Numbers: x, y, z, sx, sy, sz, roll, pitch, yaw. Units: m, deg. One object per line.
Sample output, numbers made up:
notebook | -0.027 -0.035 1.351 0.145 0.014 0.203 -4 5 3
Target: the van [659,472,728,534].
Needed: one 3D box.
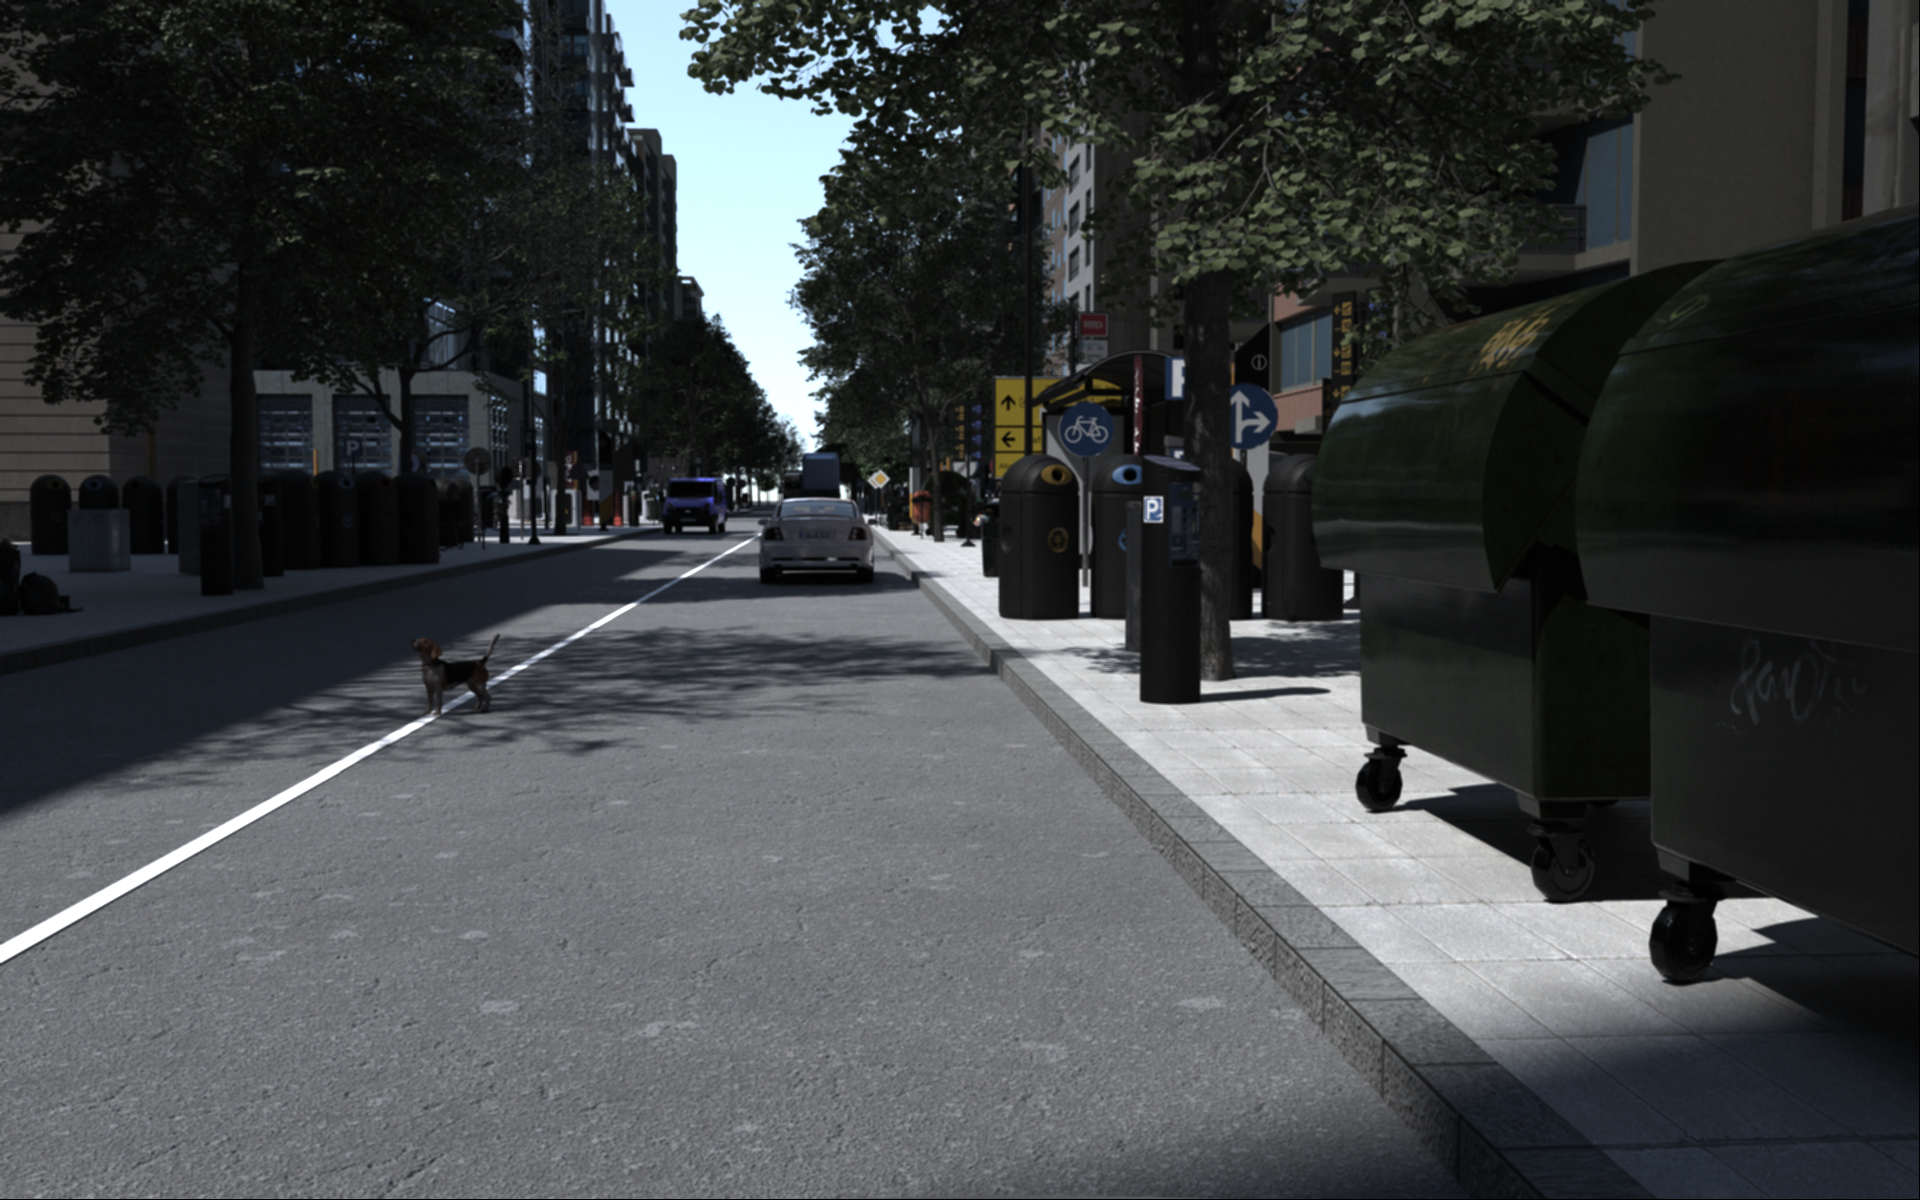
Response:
van | -9.700 -3.614 63.480 2.240 2.365 5.245 0 4 -3

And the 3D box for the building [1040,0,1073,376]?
building | 12.794 -28.108 109.670 14.600 45.320 14.200 0 4 -4

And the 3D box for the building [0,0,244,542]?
building | -35.121 -15.477 50.306 25.104 27.353 12.463 0 4 -4

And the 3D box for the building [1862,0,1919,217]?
building | 23.220 -23.740 11.853 21.300 48.544 21.600 0 4 -4

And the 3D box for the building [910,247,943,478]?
building | 2.610 -39.373 298.366 22.147 44.769 28.867 0 4 -4

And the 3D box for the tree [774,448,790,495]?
tree | -25.483 -17.843 242.092 4.360 8.622 3.978 0 3 0

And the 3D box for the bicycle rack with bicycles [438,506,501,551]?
bicycle rack with bicycles | -12.271 -1.627 39.986 2.852 0.926 2.925 -3 4 -38

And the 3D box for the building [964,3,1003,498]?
building | 10.860 -39.009 179.793 21.231 58.520 28.212 0 4 -4

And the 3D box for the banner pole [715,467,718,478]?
banner pole | -16.074 -7.647 115.045 0.401 3.779 0.863 -3 4 -36

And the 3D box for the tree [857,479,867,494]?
tree | -12.550 -13.763 219.619 1.663 3.219 1.824 0 3 0

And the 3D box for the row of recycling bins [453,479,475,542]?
row of recycling bins | -13.793 -2.325 45.128 1.069 1.692 3.534 1 4 16

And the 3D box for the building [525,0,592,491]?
building | -40.537 -42.760 137.380 20.563 71.187 20.611 0 4 -4

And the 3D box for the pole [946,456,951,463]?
pole | -0.541 -5.408 82.263 0.158 3.312 0.155 0 3 0

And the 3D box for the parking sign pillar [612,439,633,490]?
parking sign pillar | -16.671 -5.891 84.787 1.447 3.967 1.447 -1 4 -21

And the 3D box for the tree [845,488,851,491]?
tree | -15.393 -18.562 253.855 4.360 8.622 3.978 0 3 0

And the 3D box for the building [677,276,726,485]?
building | -55.187 -36.271 284.909 32.217 40.220 23.993 0 4 -4

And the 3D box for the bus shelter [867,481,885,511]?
bus shelter | -6.470 -9.758 137.182 2.179 5.291 8.768 0 4 -4

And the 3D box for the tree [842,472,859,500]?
tree | -14.897 -19.689 238.919 9.611 12.733 9.660 0 3 0

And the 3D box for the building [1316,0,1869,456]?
building | 18.324 -23.868 44.872 22.147 44.769 28.867 0 4 -4

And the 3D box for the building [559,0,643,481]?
building | -42.913 -33.363 165.085 23.786 49.044 30.456 0 4 -4

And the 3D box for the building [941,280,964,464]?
building | 9.647 -35.516 272.566 32.217 40.220 23.993 0 4 -4

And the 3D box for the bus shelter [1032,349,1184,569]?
bus shelter | 2.357 -2.024 27.024 2.014 3.302 5.546 0 4 -4

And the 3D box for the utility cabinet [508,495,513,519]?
utility cabinet | -23.081 -4.780 89.313 1.020 1.237 0.306 3 5 39

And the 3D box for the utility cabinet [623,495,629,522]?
utility cabinet | -15.079 -4.160 79.184 0.306 1.237 1.020 1 4 18

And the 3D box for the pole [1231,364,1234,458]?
pole | 4.334 -2.037 27.152 0.158 3.312 0.155 0 3 0

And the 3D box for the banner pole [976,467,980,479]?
banner pole | 1.356 -9.189 140.250 0.401 3.779 0.863 -3 4 -36

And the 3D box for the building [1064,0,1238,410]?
building | 13.564 -19.807 95.543 14.107 30.474 14.160 0 4 -4

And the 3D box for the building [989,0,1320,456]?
building | 13.686 -29.644 139.309 22.147 44.769 28.867 0 4 -4

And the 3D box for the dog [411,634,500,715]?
dog | -3.286 0.488 11.305 0.406 0.507 0.540 0 4 5

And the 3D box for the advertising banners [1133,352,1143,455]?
advertising banners | 2.155 -1.605 22.428 0.090 3.025 2.074 0 4 -4

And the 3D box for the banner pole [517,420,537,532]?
banner pole | -14.613 -4.190 58.525 0.863 3.779 0.401 2 4 26

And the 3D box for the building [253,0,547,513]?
building | -37.061 -48.358 103.333 22.319 86.520 31.000 0 4 -4

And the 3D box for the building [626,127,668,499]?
building | -39.870 -30.840 187.833 14.154 41.232 14.086 0 4 -4

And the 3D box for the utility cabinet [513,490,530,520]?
utility cabinet | -21.584 -4.718 85.816 0.318 1.500 1.173 3 5 40

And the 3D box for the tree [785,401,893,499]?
tree | -9.026 -14.239 158.558 9.928 11.665 9.643 0 3 0

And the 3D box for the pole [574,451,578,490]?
pole | -18.326 -5.430 82.616 0.158 3.312 0.155 0 3 0

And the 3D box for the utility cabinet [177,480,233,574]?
utility cabinet | -11.906 -1.152 27.511 1.173 1.500 0.318 2 4 27

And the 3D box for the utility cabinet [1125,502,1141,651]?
utility cabinet | 1.699 -0.207 14.545 0.306 1.237 1.020 2 4 25

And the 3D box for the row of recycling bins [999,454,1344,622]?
row of recycling bins | 2.156 -0.660 17.902 3.534 1.692 1.069 0 4 4

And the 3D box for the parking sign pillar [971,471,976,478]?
parking sign pillar | 0.630 -7.891 117.492 1.447 3.967 1.447 2 4 29

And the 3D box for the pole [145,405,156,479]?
pole | -18.609 -2.815 39.866 0.158 3.312 0.155 0 3 0

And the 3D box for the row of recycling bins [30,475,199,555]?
row of recycling bins | -18.027 -1.837 37.140 3.534 1.692 1.069 -1 4 -11

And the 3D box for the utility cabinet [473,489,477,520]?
utility cabinet | -22.164 -4.313 79.202 0.318 1.500 1.173 0 4 7

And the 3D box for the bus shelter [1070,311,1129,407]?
bus shelter | 2.390 -3.551 35.683 2.179 5.291 8.768 0 4 -4

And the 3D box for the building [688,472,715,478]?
building | -51.025 -25.324 259.088 27.650 21.520 28.899 0 4 -4

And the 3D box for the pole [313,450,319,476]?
pole | -29.500 -5.232 79.390 0.158 3.312 0.155 0 3 0

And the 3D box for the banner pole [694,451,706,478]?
banner pole | -14.789 -6.658 98.870 0.863 3.779 0.401 -2 4 -31

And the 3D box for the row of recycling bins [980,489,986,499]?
row of recycling bins | 1.122 -7.457 129.030 1.069 1.692 3.534 2 4 30

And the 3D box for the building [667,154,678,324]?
building | -40.559 -31.714 202.120 14.154 41.232 14.086 0 4 -4

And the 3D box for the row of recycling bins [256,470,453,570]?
row of recycling bins | -10.768 -1.445 30.745 1.069 1.692 3.534 2 4 29

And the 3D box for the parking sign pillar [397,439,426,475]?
parking sign pillar | -26.638 -5.855 84.199 1.447 3.967 1.447 0 4 7

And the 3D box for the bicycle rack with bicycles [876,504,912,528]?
bicycle rack with bicycles | -1.948 -3.252 66.548 2.925 0.926 2.852 -1 4 -16

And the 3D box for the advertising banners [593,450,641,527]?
advertising banners | -13.450 -4.401 68.141 2.074 3.025 0.090 2 4 23

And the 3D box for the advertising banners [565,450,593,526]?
advertising banners | -14.783 -4.443 68.831 2.074 3.025 0.090 -1 4 -11
